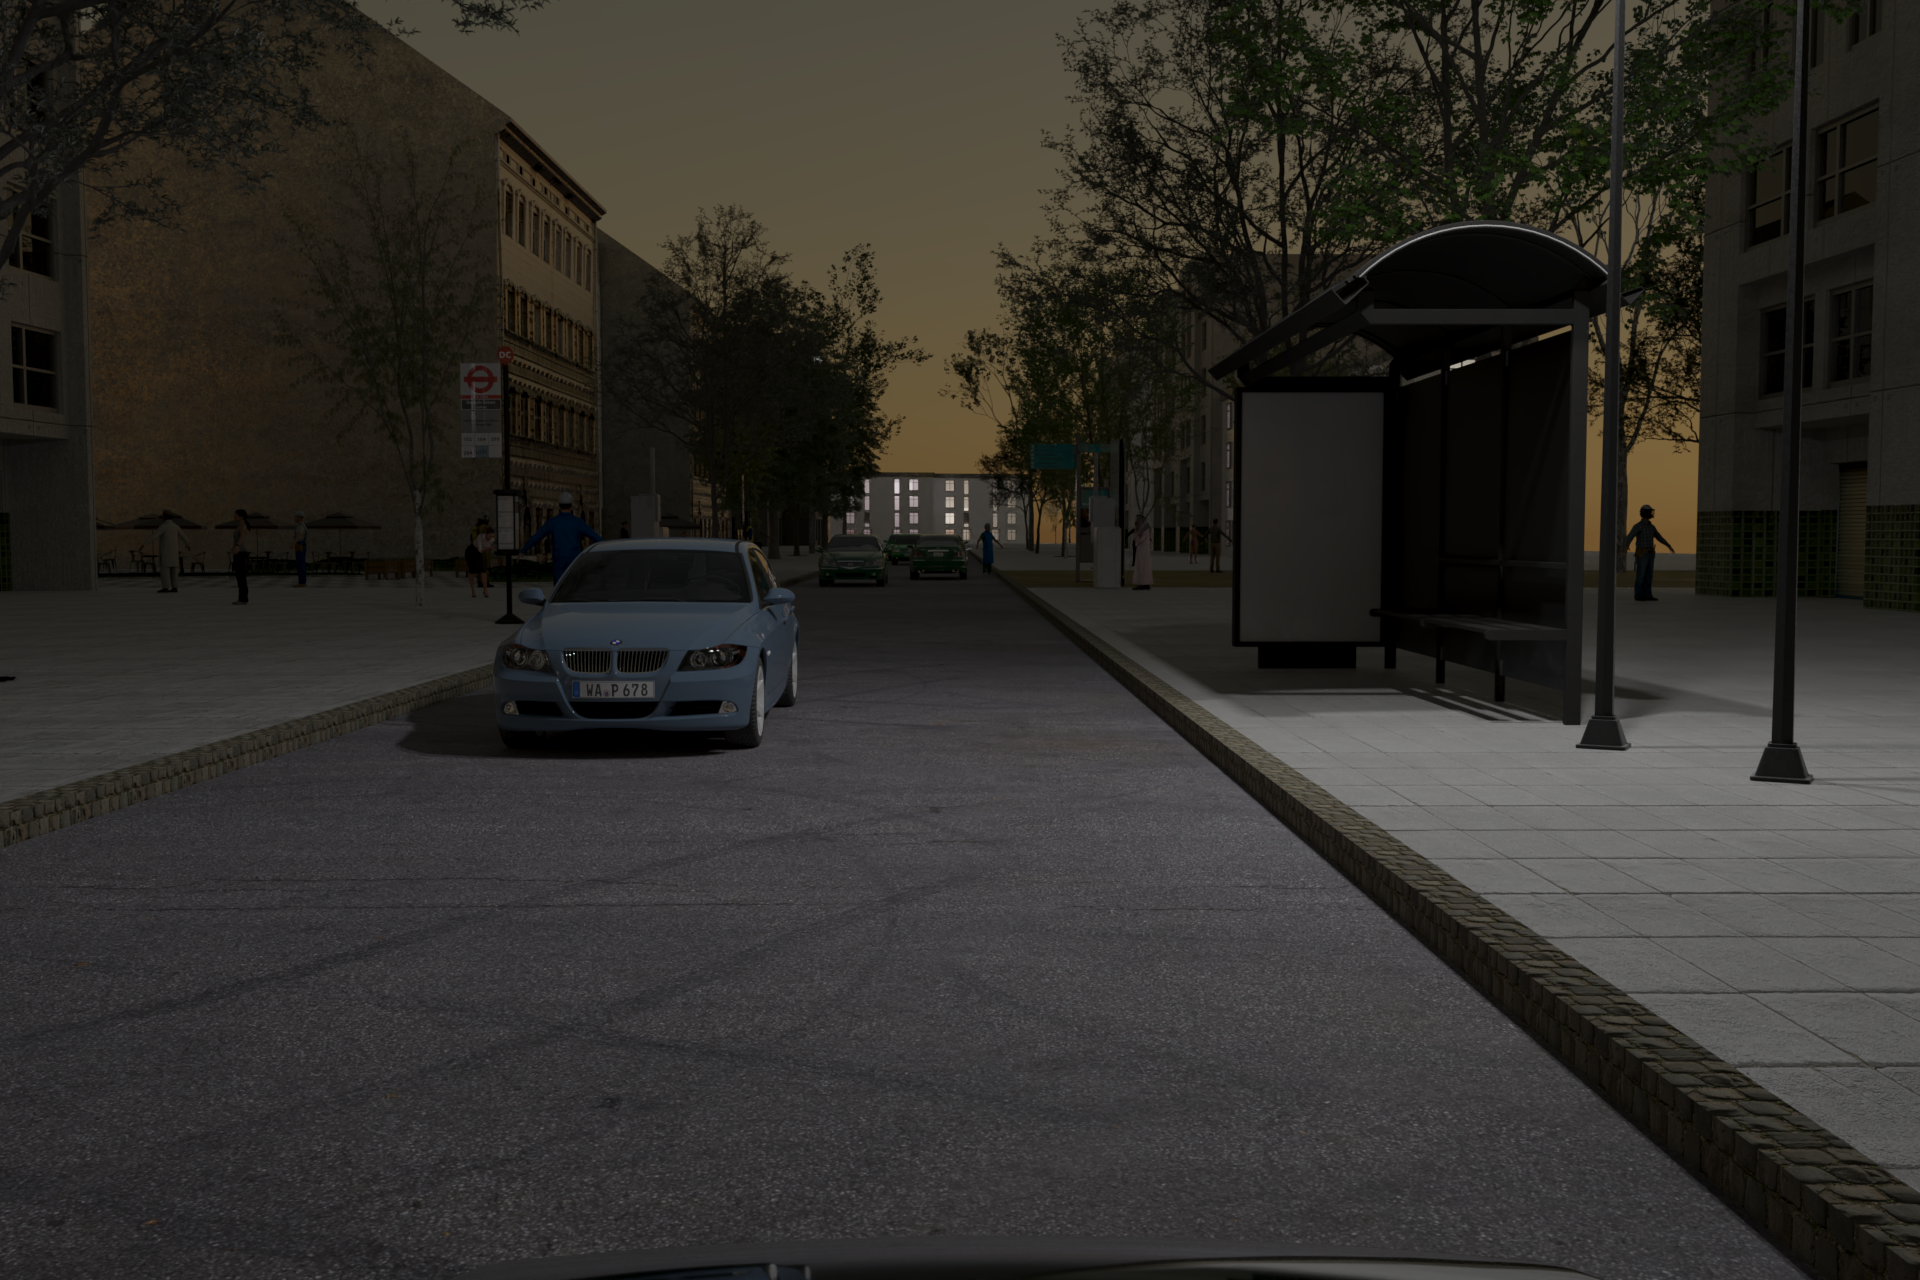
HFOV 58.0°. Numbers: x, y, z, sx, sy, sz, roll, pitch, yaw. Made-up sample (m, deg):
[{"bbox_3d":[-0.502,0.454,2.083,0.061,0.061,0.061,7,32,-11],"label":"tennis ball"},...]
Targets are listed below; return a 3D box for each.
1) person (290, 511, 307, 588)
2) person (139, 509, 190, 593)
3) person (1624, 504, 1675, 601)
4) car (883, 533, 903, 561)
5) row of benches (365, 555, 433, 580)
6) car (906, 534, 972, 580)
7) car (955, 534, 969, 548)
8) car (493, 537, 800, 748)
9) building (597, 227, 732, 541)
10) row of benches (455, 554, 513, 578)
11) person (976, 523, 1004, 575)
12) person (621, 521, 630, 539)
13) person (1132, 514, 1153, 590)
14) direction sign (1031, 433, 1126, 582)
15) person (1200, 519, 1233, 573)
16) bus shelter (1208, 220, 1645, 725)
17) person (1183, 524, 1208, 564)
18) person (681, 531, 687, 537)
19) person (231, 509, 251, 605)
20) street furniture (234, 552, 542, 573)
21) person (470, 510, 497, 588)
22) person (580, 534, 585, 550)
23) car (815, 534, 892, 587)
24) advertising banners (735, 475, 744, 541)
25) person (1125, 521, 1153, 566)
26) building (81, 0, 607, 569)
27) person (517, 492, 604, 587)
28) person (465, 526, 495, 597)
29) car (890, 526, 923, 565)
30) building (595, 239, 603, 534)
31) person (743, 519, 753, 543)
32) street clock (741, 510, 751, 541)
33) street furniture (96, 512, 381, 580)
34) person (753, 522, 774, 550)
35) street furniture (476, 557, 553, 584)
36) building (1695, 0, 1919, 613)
[{"bbox_3d":[-15.909,-2.192,41.695,0.705,1.847,1.347,-1,4,-12],"label":"person"},{"bbox_3d":[-17.370,-1.949,37.960,0.704,1.819,1.344,2,4,24],"label":"person"},{"bbox_3d":[13.182,-1.677,33.260,1.345,1.849,0.704,-2,4,-28],"label":"person"},{"bbox_3d":[-3.128,-5.176,93.431,1.959,1.807,4.718,0,3,0],"label":"car"},{"bbox_3d":[-16.216,-2.116,50.063,1.422,0.672,4.104,0,4,1],"label":"row of benches"},{"bbox_3d":[-0.674,-2.689,55.760,2.131,1.459,4.920,0,4,0],"label":"car"},{"bbox_3d":[-0.617,-4.670,88.160,2.131,1.459,4.920,0,3,0],"label":"car"},{"bbox_3d":[-2.216,-0.070,13.144,2.014,1.417,4.499,0,4,-1],"label":"car"},{"bbox_3d":[-26.481,-17.691,120.172,19.493,23.208,18.063,0,4,0],"label":"building"},{"bbox_3d":[-14.500,-2.282,52.777,1.422,0.672,4.104,0,4,1],"label":"row of benches"},{"bbox_3d":[0.999,-3.218,61.194,0.704,1.817,1.347,3,5,45],"label":"person"},{"bbox_3d":[-14.147,-4.118,73.259,0.705,1.837,1.347,0,4,4],"label":"person"},{"bbox_3d":[4.165,-2.023,39.789,0.621,1.740,0.551,-1,4,-19],"label":"person"},{"bbox_3d":[3.149,-3.459,45.311,2.525,3.948,1.411,0,4,-2],"label":"direction sign"},{"bbox_3d":[8.493,-3.131,57.459,1.348,1.796,0.705,3,5,42],"label":"person"},{"bbox_3d":[3.394,-1.227,13.978,2.014,3.302,5.546,0,3,0],"label":"bus shelter"},{"bbox_3d":[10.148,-4.163,74.874,1.217,1.733,0.721,3,4,37],"label":"person"},{"bbox_3d":[-11.479,-3.884,72.773,0.599,1.433,0.991,-1,4,-18],"label":"person"},{"bbox_3d":[-13.197,-1.514,31.570,0.721,1.737,1.217,-2,4,-24],"label":"person"},{"bbox_3d":[-19.267,-2.679,59.421,10.072,0.657,5.734,0,4,-7],"label":"street furniture"},{"bbox_3d":[-11.439,-2.196,41.680,1.354,1.858,0.705,3,5,43],"label":"person"},{"bbox_3d":[-12.457,-3.064,56.227,0.704,1.812,1.346,-3,4,-37],"label":"person"},{"bbox_3d":[-2.965,-2.260,48.746,2.131,1.459,4.920,0,4,-1],"label":"car"},{"bbox_3d":[-6.403,-3.322,50.508,0.090,3.025,2.074,0,4,-1],"label":"advertising banners"},{"bbox_3d":[7.053,-3.847,69.087,1.347,1.806,0.705,-1,4,-9],"label":"person"},{"bbox_3d":[-26.130,-14.743,71.985,19.493,23.208,18.063,0,4,-1],"label":"building"},{"bbox_3d":[-5.274,-1.061,23.228,1.347,1.842,0.705,0,4,-5],"label":"person"},{"bbox_3d":[-9.635,-1.572,34.938,0.799,1.438,0.628,1,4,9],"label":"person"},{"bbox_3d":[-2.309,-4.447,81.503,1.959,1.807,4.718,0,4,0],"label":"car"},{"bbox_3d":[-27.644,-14.746,97.521,16.016,20.090,11.380,0,4,-1],"label":"building"},{"bbox_3d":[-7.091,-3.162,57.664,0.705,1.833,1.349,-1,4,-18],"label":"person"},{"bbox_3d":[-6.527,-2.945,52.713,0.358,2.002,0.471,0,4,1],"label":"street clock"},{"bbox_3d":[-31.380,-2.644,48.265,27.439,1.986,14.083,0,4,-4],"label":"street furniture"},{"bbox_3d":[-8.621,-4.136,73.760,1.348,1.813,0.705,0,4,5],"label":"person"},{"bbox_3d":[-9.881,-1.976,47.927,5.734,0.657,10.072,0,4,2],"label":"street furniture"},{"bbox_3d":[24.031,-9.419,20.465,16.747,18.905,31.486,0,4,0],"label":"building"}]
